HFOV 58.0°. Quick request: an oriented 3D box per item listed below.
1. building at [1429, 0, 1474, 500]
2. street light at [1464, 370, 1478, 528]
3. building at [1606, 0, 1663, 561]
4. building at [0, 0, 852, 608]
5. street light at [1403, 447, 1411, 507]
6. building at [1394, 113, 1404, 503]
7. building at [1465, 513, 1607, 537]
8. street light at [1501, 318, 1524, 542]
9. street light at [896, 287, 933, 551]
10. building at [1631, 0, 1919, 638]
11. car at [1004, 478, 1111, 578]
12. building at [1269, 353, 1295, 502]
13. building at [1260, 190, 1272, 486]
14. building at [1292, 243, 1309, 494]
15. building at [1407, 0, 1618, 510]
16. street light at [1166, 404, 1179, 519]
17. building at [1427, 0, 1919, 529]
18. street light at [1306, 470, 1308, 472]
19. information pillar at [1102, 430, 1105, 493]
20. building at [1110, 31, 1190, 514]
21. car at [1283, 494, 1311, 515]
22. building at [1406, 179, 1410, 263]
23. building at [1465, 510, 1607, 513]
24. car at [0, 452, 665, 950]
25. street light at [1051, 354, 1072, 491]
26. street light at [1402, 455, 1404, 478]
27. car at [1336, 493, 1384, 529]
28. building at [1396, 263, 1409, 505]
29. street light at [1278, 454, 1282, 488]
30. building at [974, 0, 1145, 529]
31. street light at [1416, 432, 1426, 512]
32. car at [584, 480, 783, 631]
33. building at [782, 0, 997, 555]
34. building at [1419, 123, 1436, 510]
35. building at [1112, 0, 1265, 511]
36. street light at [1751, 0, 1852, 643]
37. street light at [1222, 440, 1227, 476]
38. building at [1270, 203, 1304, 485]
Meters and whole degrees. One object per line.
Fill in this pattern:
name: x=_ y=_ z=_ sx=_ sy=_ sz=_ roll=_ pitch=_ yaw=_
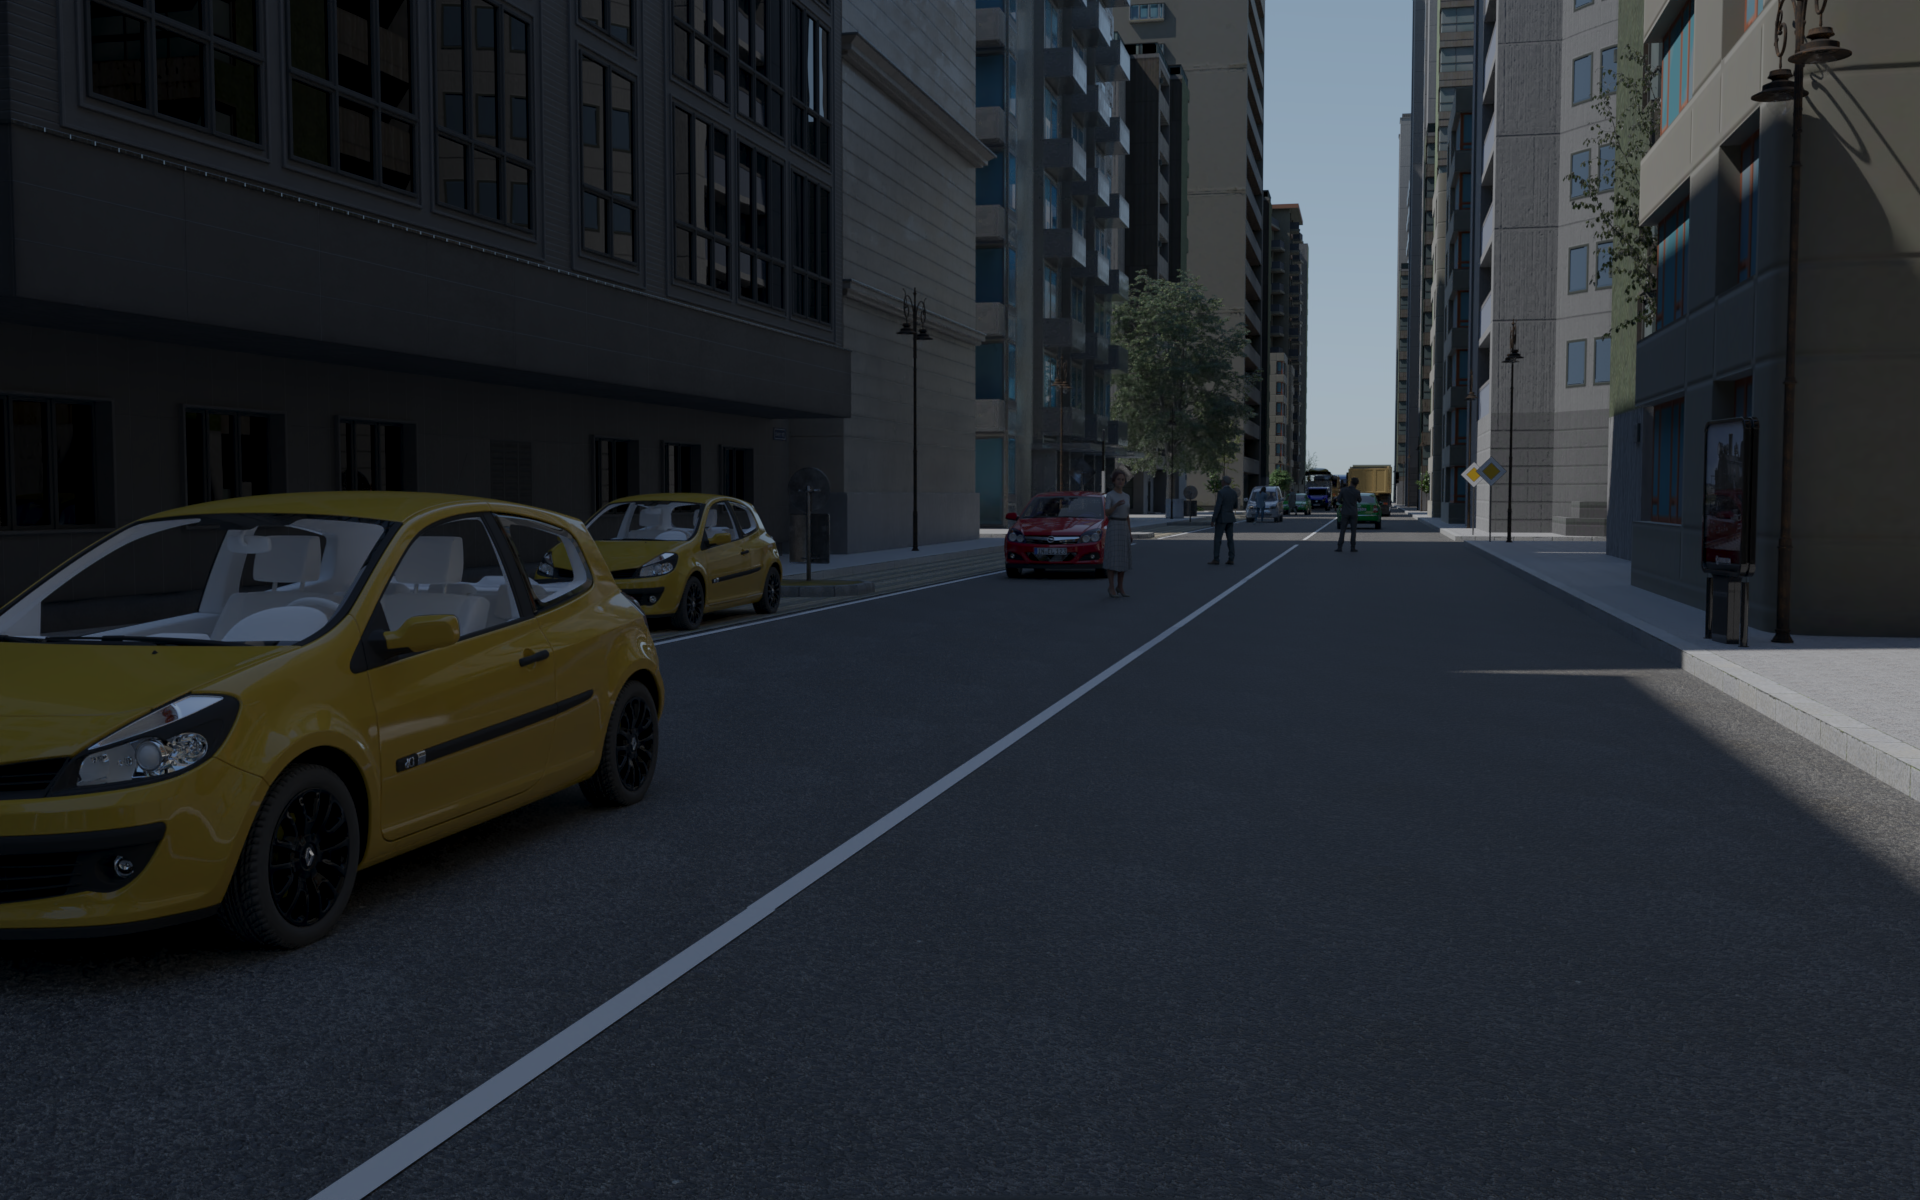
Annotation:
building: x=39.530 y=-26.572 z=118.045 sx=14.154 sy=41.232 sz=14.086 roll=1 pitch=4 yaw=13
street light: x=18.991 y=-5.609 z=64.490 sx=0.468 sy=5.910 sz=1.993 roll=1 pitch=4 yaw=13
building: x=21.006 y=-16.178 z=36.204 sx=14.160 sy=30.474 sz=14.107 roll=1 pitch=4 yaw=13
building: x=-11.609 y=-14.144 z=24.768 sx=14.314 sy=27.812 sz=24.014 roll=1 pitch=4 yaw=13
street light: x=43.968 y=-12.037 z=169.594 sx=0.468 sy=5.910 sz=1.993 roll=1 pitch=4 yaw=13
building: x=77.699 y=-44.243 z=265.368 sx=21.231 sy=58.520 sz=28.212 roll=1 pitch=4 yaw=13
building: x=32.244 y=-31.496 z=56.962 sx=28.212 sy=58.520 sz=21.231 roll=1 pitch=4 yaw=13
street light: x=14.572 y=-4.465 z=45.783 sx=0.468 sy=5.910 sz=1.993 roll=1 pitch=4 yaw=13
street light: x=-1.009 y=-4.043 z=38.895 sx=0.468 sy=5.910 sz=1.993 roll=1 pitch=4 yaw=13
building: x=19.574 y=-9.878 z=6.551 sx=27.650 sy=21.520 sz=28.899 roll=1 pitch=4 yaw=13
car: x=1.954 y=-1.339 z=30.925 sx=2.155 sy=1.783 sz=4.494 roll=1 pitch=4 yaw=12
building: x=29.470 y=-23.489 z=229.080 sx=27.650 sy=21.520 sz=28.899 roll=1 pitch=4 yaw=13
building: x=21.083 y=-23.710 z=159.360 sx=14.160 sy=30.474 sz=14.107 roll=1 pitch=4 yaw=13
building: x=48.001 y=-36.244 z=276.184 sx=14.154 sy=41.232 sz=14.086 roll=1 pitch=4 yaw=13
building: x=58.368 y=-39.226 z=183.338 sx=21.231 sy=58.520 sz=28.212 roll=1 pitch=4 yaw=13
street light: x=10.861 y=-7.088 z=88.672 sx=0.468 sy=5.910 sz=1.993 roll=1 pitch=4 yaw=13
building: x=37.878 y=-14.675 z=84.972 sx=27.650 sy=21.520 sz=28.899 roll=1 pitch=4 yaw=13
street light: x=55.031 y=-18.470 z=274.777 sx=0.468 sy=5.910 sz=1.993 roll=1 pitch=4 yaw=13
information pillar: x=5.221 y=-4.383 z=63.021 sx=0.183 sy=3.616 sz=0.504 roll=0 pitch=4 yaw=8
building: x=7.120 y=-20.867 z=112.873 sx=14.160 sy=30.474 sz=14.107 roll=1 pitch=4 yaw=13
car: x=23.116 y=-6.736 z=118.931 sx=1.959 sy=1.807 sz=4.718 roll=1 pitch=4 yaw=15
building: x=72.268 y=-37.704 z=236.067 sx=23.786 sy=49.044 sz=30.456 roll=1 pitch=4 yaw=13
building: x=52.264 y=-37.498 z=155.098 sx=21.231 sy=58.520 sz=28.212 roll=1 pitch=4 yaw=13
car: x=-2.606 y=0.209 z=6.802 sx=2.015 sy=1.641 sz=3.980 roll=1 pitch=4 yaw=13
street light: x=3.361 y=-5.166 z=57.252 sx=0.468 sy=5.910 sz=1.993 roll=1 pitch=4 yaw=13
street light: x=51.493 y=-13.965 z=201.118 sx=0.468 sy=5.910 sz=1.993 roll=1 pitch=4 yaw=13
car: x=16.625 y=-3.870 z=72.063 sx=1.959 sy=1.807 sz=4.718 roll=1 pitch=4 yaw=13
building: x=61.687 y=-27.137 z=215.386 sx=14.160 sy=30.474 sz=14.107 roll=1 pitch=4 yaw=13
street light: x=36.010 y=-13.590 z=194.986 sx=0.468 sy=5.910 sz=1.993 roll=1 pitch=4 yaw=13
building: x=-4.574 y=-27.980 z=77.088 sx=23.786 sy=49.044 sz=30.456 roll=1 pitch=4 yaw=13
street light: x=33.803 y=-9.412 z=126.681 sx=0.468 sy=5.910 sz=1.993 roll=1 pitch=4 yaw=13
car: x=-3.328 y=-0.563 z=19.433 sx=2.015 sy=1.641 sz=3.980 roll=1 pitch=4 yaw=13
building: x=-11.699 y=-15.744 z=44.802 sx=23.554 sy=28.519 sz=14.401 roll=1 pitch=4 yaw=13
building: x=43.543 y=-22.300 z=136.313 sx=14.160 sy=30.474 sz=14.107 roll=1 pitch=4 yaw=13
building: x=13.450 y=-31.719 z=142.301 sx=21.300 sy=48.544 sz=21.600 roll=1 pitch=4 yaw=13
street light: x=7.110 y=-2.569 z=14.795 sx=0.468 sy=5.910 sz=1.993 roll=1 pitch=4 yaw=13
street light: x=18.416 y=-9.046 z=120.686 sx=0.468 sy=5.910 sz=1.993 roll=1 pitch=4 yaw=13
building: x=39.003 y=-36.766 z=255.742 sx=22.147 sy=44.769 sz=28.867 roll=1 pitch=4 yaw=13
